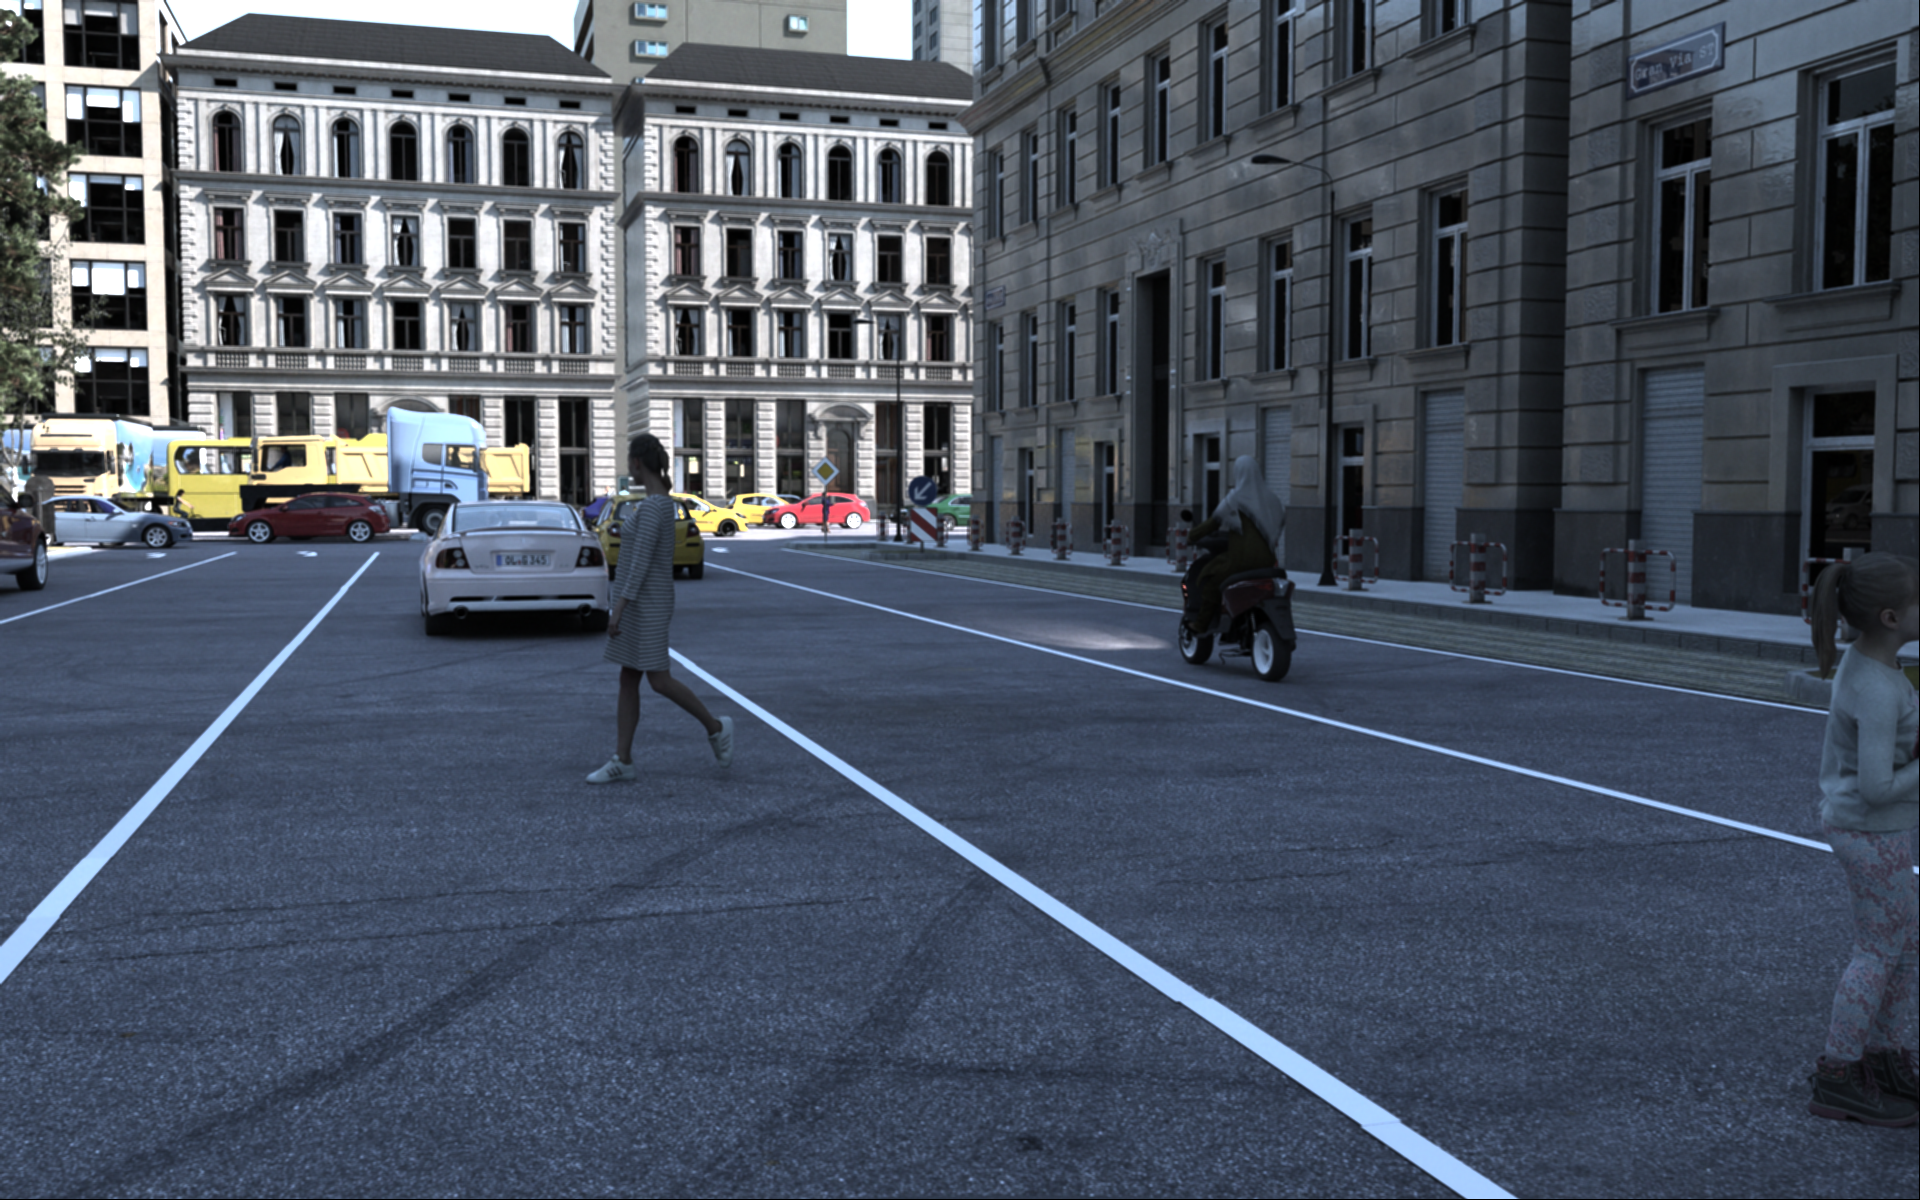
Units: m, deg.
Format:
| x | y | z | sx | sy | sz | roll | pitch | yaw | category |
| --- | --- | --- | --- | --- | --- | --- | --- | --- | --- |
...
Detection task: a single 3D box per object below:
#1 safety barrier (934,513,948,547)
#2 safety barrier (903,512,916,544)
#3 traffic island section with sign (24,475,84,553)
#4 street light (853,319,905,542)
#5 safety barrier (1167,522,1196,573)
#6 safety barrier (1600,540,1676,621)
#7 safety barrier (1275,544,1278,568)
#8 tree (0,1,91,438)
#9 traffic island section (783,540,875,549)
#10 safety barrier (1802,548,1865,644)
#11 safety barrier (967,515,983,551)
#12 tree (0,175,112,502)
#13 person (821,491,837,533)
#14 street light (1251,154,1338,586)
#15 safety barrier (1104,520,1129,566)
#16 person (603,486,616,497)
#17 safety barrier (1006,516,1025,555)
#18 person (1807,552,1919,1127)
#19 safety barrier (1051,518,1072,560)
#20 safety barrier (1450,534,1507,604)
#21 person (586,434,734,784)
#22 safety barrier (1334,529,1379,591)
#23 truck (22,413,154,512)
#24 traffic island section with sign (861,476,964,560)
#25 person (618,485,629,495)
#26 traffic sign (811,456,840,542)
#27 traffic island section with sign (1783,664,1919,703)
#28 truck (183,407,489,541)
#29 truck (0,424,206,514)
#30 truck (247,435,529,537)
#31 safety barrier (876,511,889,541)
| x | y | z | sx | sy | sz | roll | pitch | yaw | category |
| --- | --- | --- | --- | --- | --- | --- | --- | --- | --- |
| -0.470 | -1.676 | 41.674 | 0.300 | 0.817 | 1.120 | -1 | 4 | -17 | safety barrier |
| -1.290 | -1.839 | 44.349 | 0.300 | 0.817 | 1.120 | -1 | 4 | -17 | safety barrier |
| -21.840 | -2.002 | 40.872 | 2.006 | 1.907 | 1.989 | -1 | 4 | -17 | traffic island section with sign |
| -2.168 | -4.510 | 46.287 | 1.470 | 5.913 | 1.316 | -1 | 4 | -17 | street light |
| 3.616 | -0.857 | 28.291 | 0.300 | 0.817 | 1.120 | -1 | 4 | -17 | safety barrier |
| 6.874 | -0.203 | 17.596 | 0.300 | 0.817 | 1.120 | -1 | 4 | -17 | safety barrier |
| 4.432 | -0.694 | 25.621 | 0.300 | 0.817 | 1.120 | -1 | 4 | -17 | safety barrier |
| -20.048 | -6.586 | 32.194 | 6.751 | 12.117 | 7.091 | 0 | 3 | 0 | tree |
| -3.560 | -1.462 | 46.177 | 2.009 | 0.180 | 2.903 | -1 | 4 | -17 | traffic island section |
| 7.692 | -0.040 | 14.927 | 0.300 | 0.817 | 1.120 | -1 | 4 | -17 | safety barrier |
| 0.344 | -1.512 | 38.995 | 0.300 | 0.817 | 1.120 | -1 | 4 | -17 | safety barrier |
| -21.381 | -5.271 | 39.004 | 4.360 | 8.622 | 3.978 | 0 | 3 | 0 | tree |
| -4.888 | -3.278 | 64.458 | 0.546 | 1.535 | 0.453 | -1 | 4 | -12 | person |
| 4.641 | -3.147 | 23.990 | 1.470 | 5.913 | 1.316 | -1 | 4 | -17 | street light |
| 2.791 | -1.021 | 30.973 | 0.300 | 0.817 | 1.120 | -1 | 4 | -17 | safety barrier |
| -15.439 | -4.141 | 76.392 | 0.592 | 1.802 | 0.473 | 3 | 4 | 37 | person |
| 1.166 | -1.348 | 36.322 | 0.300 | 0.817 | 1.120 | -1 | 4 | -17 | safety barrier |
| 2.132 | 0.538 | 3.977 | 0.394 | 1.301 | 0.425 | 1 | 4 | 8 | person |
| 1.973 | -1.185 | 33.647 | 0.300 | 0.817 | 1.120 | -1 | 4 | -17 | safety barrier |
| 6.060 | -0.367 | 20.273 | 0.300 | 0.817 | 1.120 | -1 | 4 | -17 | safety barrier |
| -1.527 | 0.032 | 8.725 | 0.760 | 1.731 | 0.466 | -3 | 4 | -36 | person |
| 5.242 | -0.531 | 22.949 | 0.300 | 0.817 | 1.120 | -1 | 4 | -17 | safety barrier |
| -31.165 | -4.490 | 62.324 | 2.839 | 4.237 | 11.283 | -1 | 4 | -17 | truck |
| -1.127 | -1.807 | 38.178 | 1.989 | 1.847 | 2.006 | -1 | 4 | -17 | traffic island section with sign |
| -15.200 | -4.267 | 78.291 | 0.660 | 1.820 | 0.620 | -2 | 4 | -32 | person |
| -3.581 | -2.596 | 46.093 | 0.795 | 2.450 | 0.064 | -1 | 4 | -17 | traffic sign |
| 6.902 | -0.198 | 11.870 | 1.989 | 1.847 | 2.006 | -1 | 4 | -17 | traffic island section with sign |
| -23.458 | -3.875 | 53.107 | 18.799 | 4.110 | 2.967 | -1 | 4 | -15 | truck |
| -36.949 | -5.001 | 70.676 | 11.283 | 4.237 | 2.839 | -1 | 4 | -18 | truck |
| -19.618 | -3.816 | 58.322 | 9.791 | 3.379 | 3.469 | -1 | 4 | -18 | truck |
| -2.106 | -2.003 | 47.030 | 0.300 | 0.817 | 1.120 | -1 | 4 | -17 | safety barrier |
